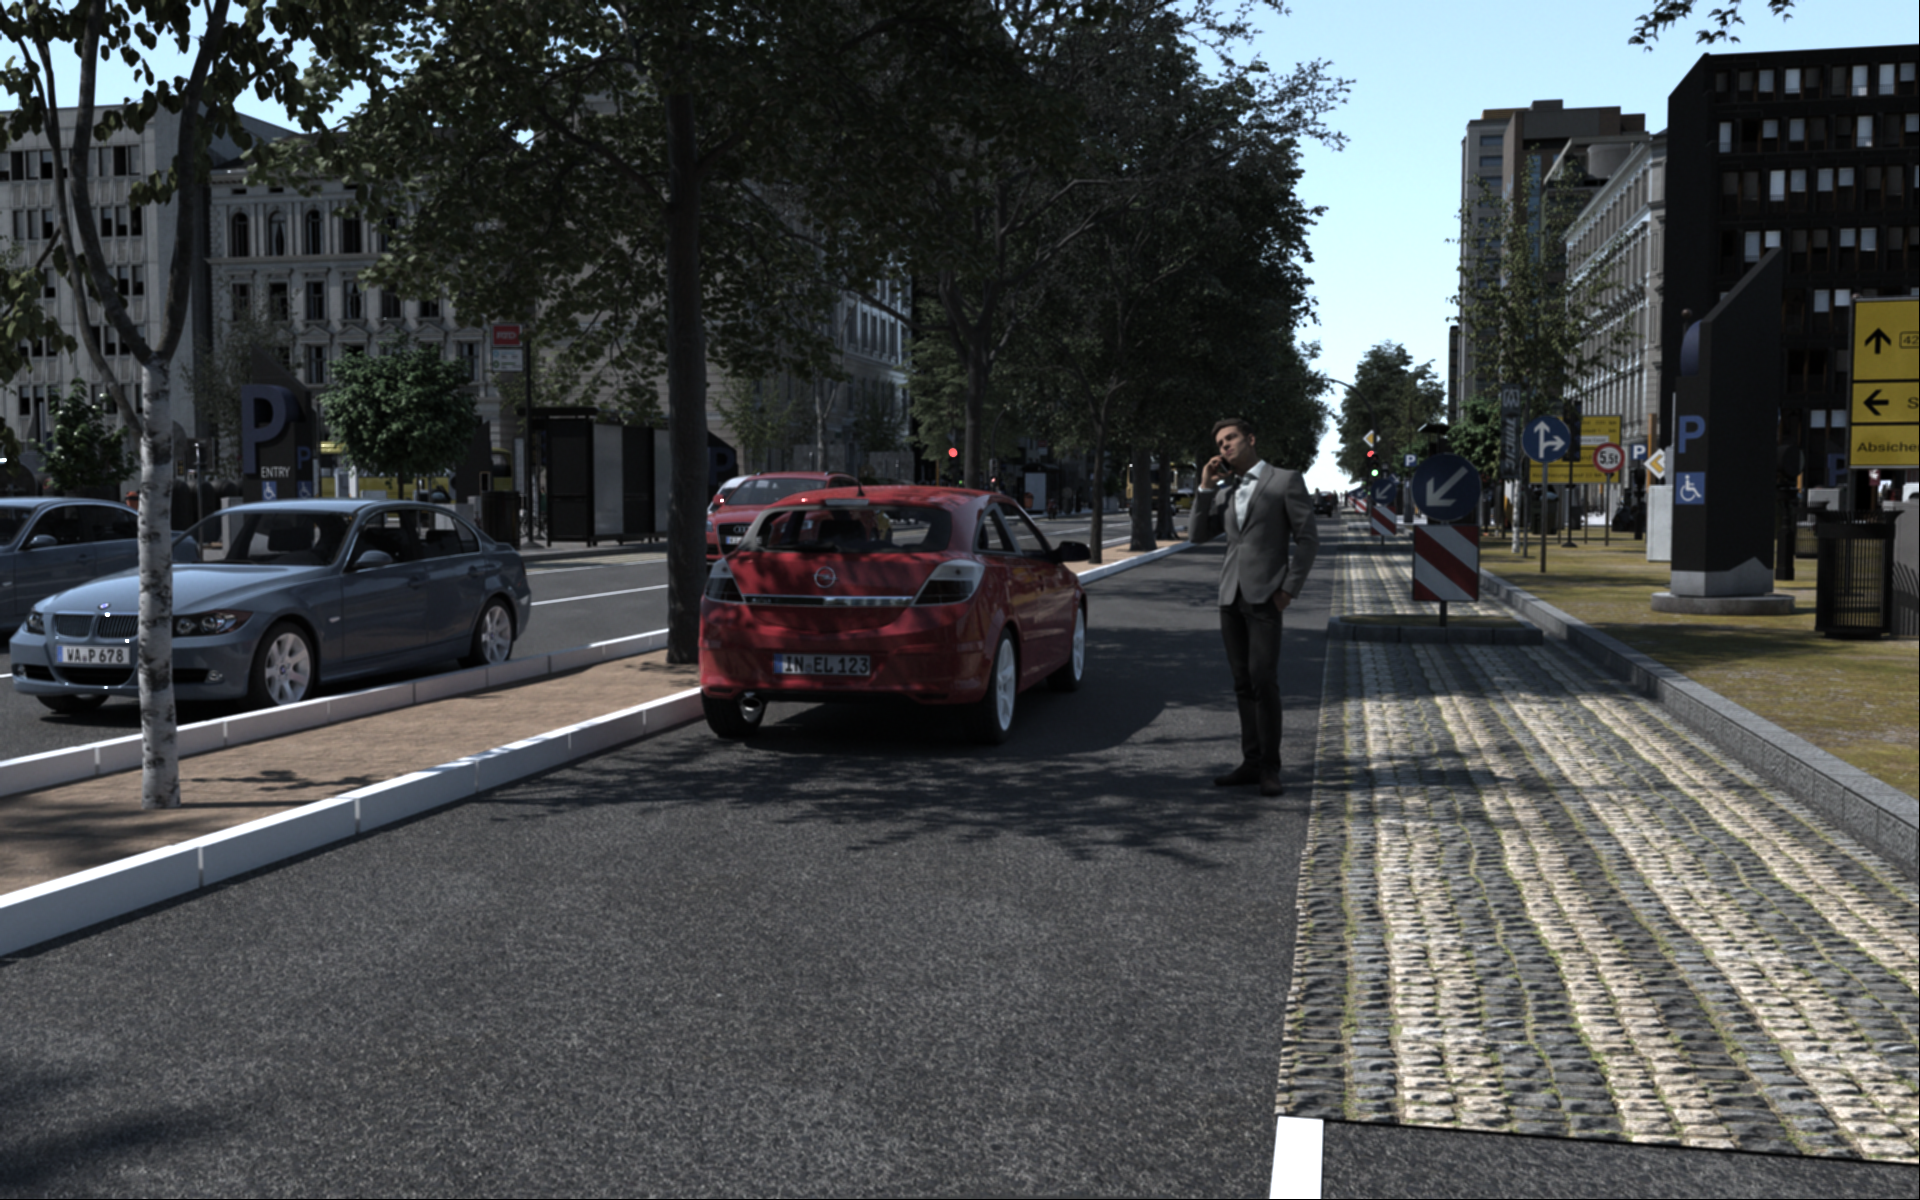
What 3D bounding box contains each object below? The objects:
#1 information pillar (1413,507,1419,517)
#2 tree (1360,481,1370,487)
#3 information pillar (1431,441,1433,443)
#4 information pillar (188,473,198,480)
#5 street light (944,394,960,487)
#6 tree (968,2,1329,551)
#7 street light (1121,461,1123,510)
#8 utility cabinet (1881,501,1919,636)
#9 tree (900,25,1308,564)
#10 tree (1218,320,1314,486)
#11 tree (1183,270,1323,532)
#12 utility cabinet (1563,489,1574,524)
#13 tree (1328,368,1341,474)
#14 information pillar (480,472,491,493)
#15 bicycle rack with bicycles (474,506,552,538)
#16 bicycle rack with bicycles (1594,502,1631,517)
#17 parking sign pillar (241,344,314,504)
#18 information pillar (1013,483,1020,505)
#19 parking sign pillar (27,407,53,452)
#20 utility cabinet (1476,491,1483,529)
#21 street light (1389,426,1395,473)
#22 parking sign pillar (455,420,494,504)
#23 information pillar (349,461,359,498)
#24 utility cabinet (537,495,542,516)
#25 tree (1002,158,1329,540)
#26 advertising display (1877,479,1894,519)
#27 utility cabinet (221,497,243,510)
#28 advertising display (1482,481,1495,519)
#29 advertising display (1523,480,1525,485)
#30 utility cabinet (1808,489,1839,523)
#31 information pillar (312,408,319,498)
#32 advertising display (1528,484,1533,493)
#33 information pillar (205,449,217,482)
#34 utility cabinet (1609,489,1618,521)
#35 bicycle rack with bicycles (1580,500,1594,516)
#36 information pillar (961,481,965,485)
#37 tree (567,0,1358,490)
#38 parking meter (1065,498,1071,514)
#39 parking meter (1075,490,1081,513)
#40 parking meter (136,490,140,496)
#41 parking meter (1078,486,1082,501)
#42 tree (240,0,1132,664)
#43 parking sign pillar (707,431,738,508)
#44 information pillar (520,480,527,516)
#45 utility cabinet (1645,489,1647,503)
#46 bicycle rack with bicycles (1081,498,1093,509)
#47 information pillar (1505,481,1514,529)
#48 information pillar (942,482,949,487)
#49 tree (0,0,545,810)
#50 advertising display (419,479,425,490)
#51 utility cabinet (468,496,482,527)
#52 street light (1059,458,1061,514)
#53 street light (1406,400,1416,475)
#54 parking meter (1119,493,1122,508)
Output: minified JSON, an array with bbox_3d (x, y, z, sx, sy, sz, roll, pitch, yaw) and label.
[{"bbox_3d":[26.130,-6.574,98.833,0.183,3.616,0.504,2,4,32],"label":"information pillar"},{"bbox_3d":[55.728,-15.169,231.726,4.285,4.588,4.351,0,3,0],"label":"tree"},{"bbox_3d":[20.974,-5.235,76.946,0.183,3.616,0.504,2,4,28],"label":"information pillar"},{"bbox_3d":[-26.339,-3.375,59.674,0.304,2.012,0.304,2,4,34],"label":"information pillar"},{"bbox_3d":[-0.338,-6.548,79.840,0.468,5.910,1.993,1,4,12],"label":"street light"},{"bbox_3d":[4.626,-8.209,43.322,9.857,13.997,8.962,0,3,0],"label":"tree"},{"bbox_3d":[13.327,-10.346,141.946,0.468,5.910,1.993,1,4,12],"label":"street light"},{"bbox_3d":[8.803,-0.305,16.145,0.306,1.237,1.020,2,4,23],"label":"utility cabinet"},{"bbox_3d":[2.661,-5.983,34.696,8.767,10.594,7.601,1,4,12],"label":"tree"},{"bbox_3d":[12.912,-9.911,82.636,7.486,12.596,7.792,0,3,0],"label":"tree"},{"bbox_3d":[8.872,-8.333,64.462,9.928,11.665,9.643,0,3,0],"label":"tree"},{"bbox_3d":[25.637,-4.001,74.088,1.173,1.500,0.318,-1,4,-11],"label":"utility cabinet"},{"bbox_3d":[15.043,-10.536,91.735,9.611,12.733,9.660,0,3,0],"label":"tree"},{"bbox_3d":[-15.921,-3.283,58.169,0.304,2.012,0.304,0,4,-5],"label":"information pillar"},{"bbox_3d":[-12.962,-2.334,51.541,2.925,0.926,2.852,2,4,25],"label":"bicycle rack with bicycles"},{"bbox_3d":[33.735,-4.447,86.098,2.852,0.926,2.925,-1,4,-11],"label":"bicycle rack with bicycles"},{"bbox_3d":[-12.126,-2.586,30.758,1.447,3.967,1.447,2,4,26],"label":"parking sign pillar"},{"bbox_3d":[3.627,-6.519,111.075,0.304,2.012,0.304,-3,4,-39],"label":"information pillar"},{"bbox_3d":[-28.779,-4.019,54.186,1.447,3.967,1.447,-3,5,-40],"label":"parking sign pillar"},{"bbox_3d":[18.902,-3.347,63.404,0.318,1.500,1.173,1,4,22],"label":"utility cabinet"},{"bbox_3d":[29.088,-8.797,116.617,0.468,5.910,1.993,1,4,12],"label":"street light"},{"bbox_3d":[-17.823,-4.594,63.581,1.447,3.967,1.447,0,4,6],"label":"parking sign pillar"},{"bbox_3d":[-17.482,-3.584,49.951,0.183,3.616,0.504,-3,5,-42],"label":"information pillar"},{"bbox_3d":[-22.270,-4.989,92.728,1.020,1.237,0.306,-1,4,-18],"label":"utility cabinet"},{"bbox_3d":[6.447,-8.243,54.243,9.611,12.733,9.660,0,3,0],"label":"tree"},{"bbox_3d":[40.143,-4.276,75.130,0.123,1.923,0.974,0,4,-5],"label":"advertising display"},{"bbox_3d":[-15.074,-1.557,36.616,0.306,1.237,1.020,2,4,33],"label":"utility cabinet"},{"bbox_3d":[26.886,-5.080,88.271,0.123,1.923,0.974,-2,4,-27],"label":"advertising display"},{"bbox_3d":[25.380,-4.478,78.432,0.123,1.923,0.974,2,4,30],"label":"advertising display"},{"bbox_3d":[37.747,-4.101,75.735,1.173,1.500,0.318,1,4,13],"label":"utility cabinet"},{"bbox_3d":[-15.401,-3.029,40.871,0.183,3.616,0.504,3,4,38],"label":"information pillar"},{"bbox_3d":[35.830,-6.397,109.799,0.974,1.923,0.123,-1,4,-11],"label":"advertising display"},{"bbox_3d":[-32.878,-5.179,76.027,0.504,3.616,0.183,-1,4,-16],"label":"information pillar"},{"bbox_3d":[30.934,-4.484,81.985,0.318,1.500,1.173,1,4,16],"label":"utility cabinet"},{"bbox_3d":[35.671,-5.294,99.933,2.925,0.926,2.852,1,4,19],"label":"bicycle rack with bicycles"},{"bbox_3d":[0.257,-5.751,98.523,0.304,2.012,0.304,-2,4,-30],"label":"information pillar"},{"bbox_3d":[0.191,-6.807,24.125,12.009,13.543,11.850,0,3,0],"label":"tree"},{"bbox_3d":[6.905,-6.251,110.608,0.372,1.533,0.369,0,3,0],"label":"parking meter"},{"bbox_3d":[8.575,-7.184,125.869,0.372,1.533,0.369,0,3,0],"label":"parking meter"},{"bbox_3d":[-46.418,-5.483,98.062,0.372,1.533,0.369,0,3,0],"label":"parking meter"},{"bbox_3d":[8.936,-7.614,130.197,0.255,1.863,0.399,-2,4,-29],"label":"parking meter"},{"bbox_3d":[-2.268,-5.707,13.894,7.486,12.596,7.792,0,3,0],"label":"tree"},{"bbox_3d":[-9.858,-5.092,71.732,1.447,3.967,1.447,-1,4,-21],"label":"parking sign pillar"},{"bbox_3d":[-22.996,-5.302,91.178,0.304,2.012,0.304,3,5,40],"label":"information pillar"},{"bbox_3d":[29.181,-3.923,72.816,1.173,1.500,0.318,-1,4,-22],"label":"utility cabinet"},{"bbox_3d":[10.976,-8.050,144.994,2.925,0.926,2.852,-3,5,-42],"label":"bicycle rack with bicycles"},{"bbox_3d":[20.117,-4.409,63.440,0.183,3.616,0.504,-1,4,-19],"label":"information pillar"},{"bbox_3d":[-0.870,-6.026,103.012,0.304,2.012,0.304,-3,4,-38],"label":"information pillar"},{"bbox_3d":[-3.624,-3.366,7.861,4.737,8.622,4.395,0,3,0],"label":"tree"},{"bbox_3d":[-22.911,-4.184,73.626,0.123,1.923,0.974,-2,4,-28],"label":"advertising display"},{"bbox_3d":[-14.888,-2.604,53.742,0.306,1.237,1.020,1,4,14],"label":"utility cabinet"},{"bbox_3d":[6.432,-8.448,110.907,0.468,5.910,1.993,1,4,12],"label":"street light"},{"bbox_3d":[22.204,-6.894,85.508,0.468,5.910,1.993,1,4,12],"label":"street light"},{"bbox_3d":[13.965,-8.808,149.726,0.399,1.863,0.255,-1,4,-19],"label":"parking meter"}]
